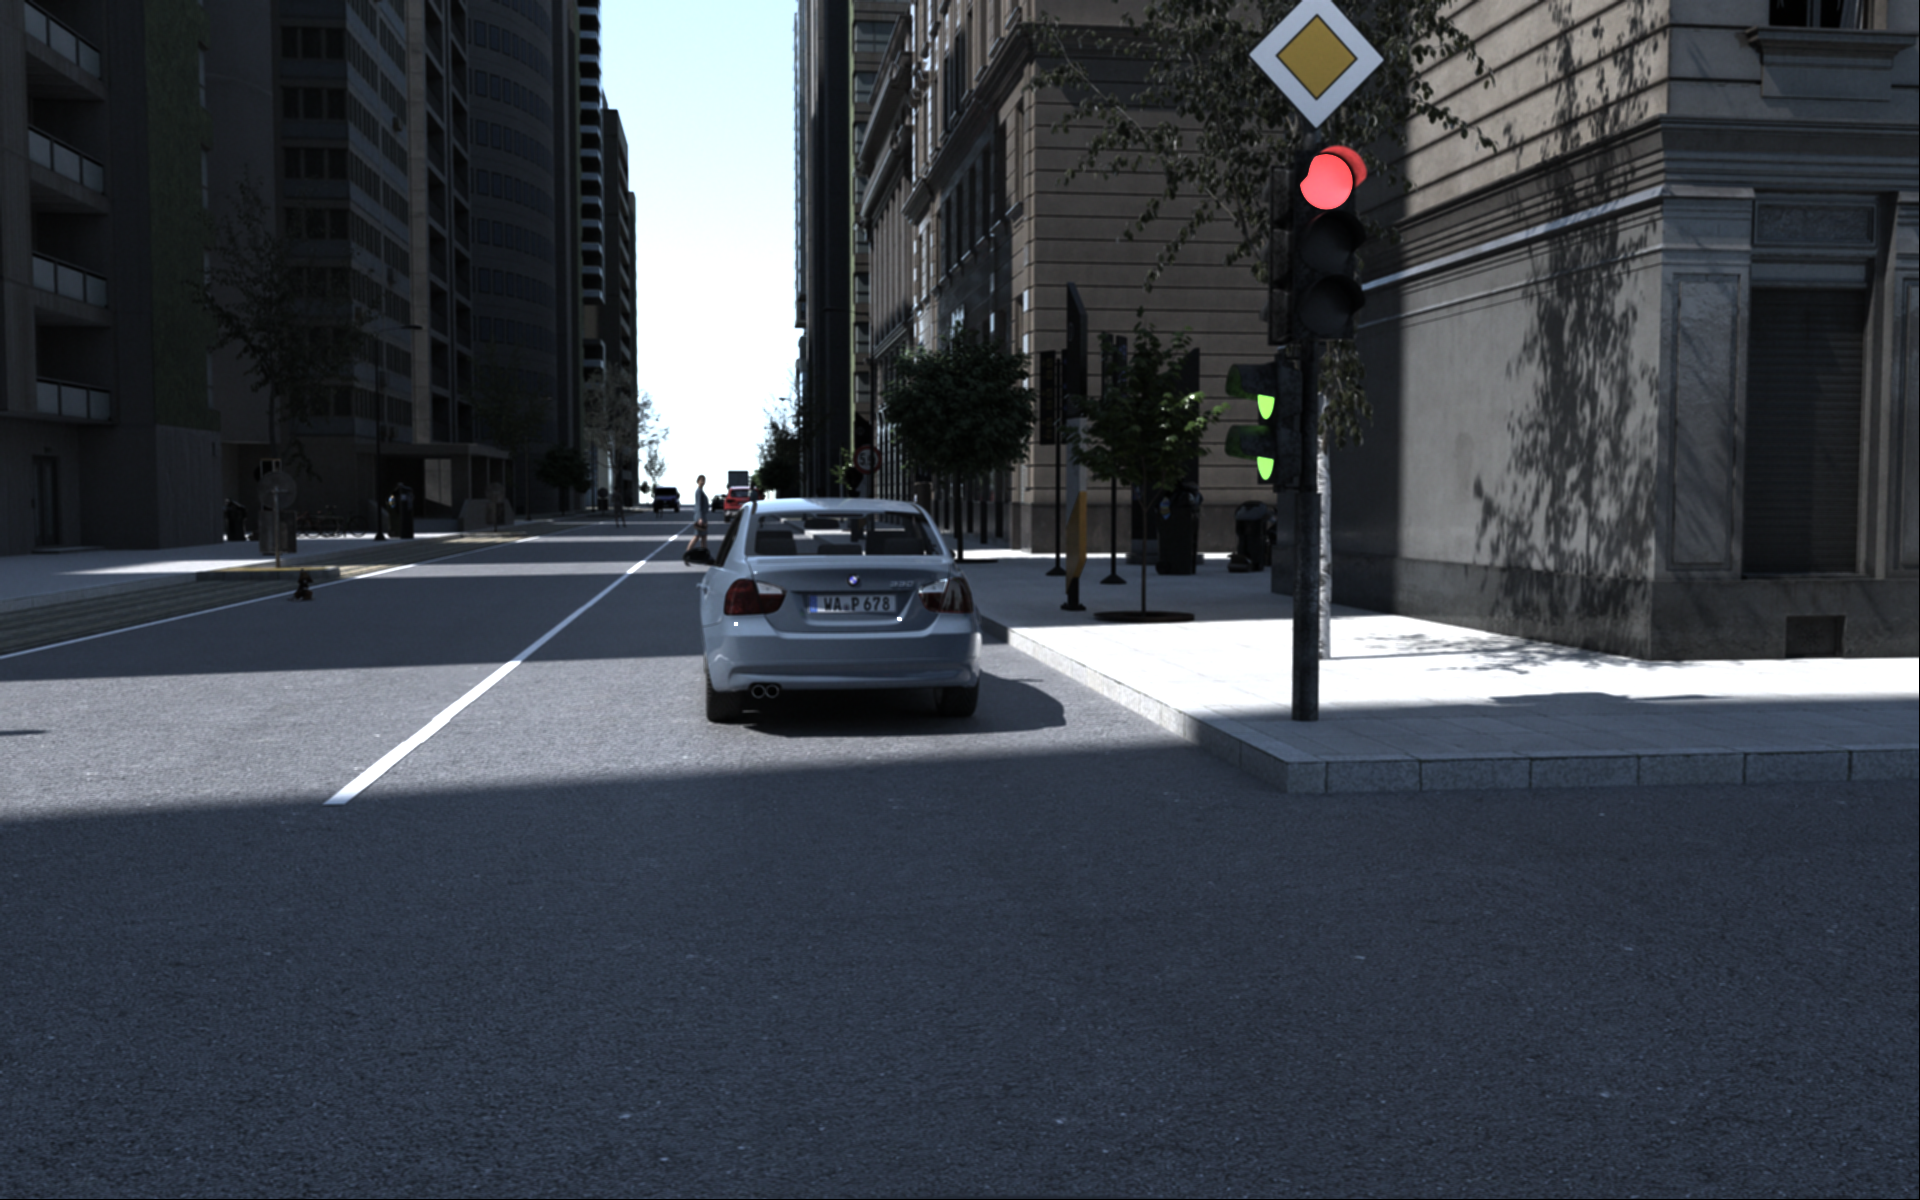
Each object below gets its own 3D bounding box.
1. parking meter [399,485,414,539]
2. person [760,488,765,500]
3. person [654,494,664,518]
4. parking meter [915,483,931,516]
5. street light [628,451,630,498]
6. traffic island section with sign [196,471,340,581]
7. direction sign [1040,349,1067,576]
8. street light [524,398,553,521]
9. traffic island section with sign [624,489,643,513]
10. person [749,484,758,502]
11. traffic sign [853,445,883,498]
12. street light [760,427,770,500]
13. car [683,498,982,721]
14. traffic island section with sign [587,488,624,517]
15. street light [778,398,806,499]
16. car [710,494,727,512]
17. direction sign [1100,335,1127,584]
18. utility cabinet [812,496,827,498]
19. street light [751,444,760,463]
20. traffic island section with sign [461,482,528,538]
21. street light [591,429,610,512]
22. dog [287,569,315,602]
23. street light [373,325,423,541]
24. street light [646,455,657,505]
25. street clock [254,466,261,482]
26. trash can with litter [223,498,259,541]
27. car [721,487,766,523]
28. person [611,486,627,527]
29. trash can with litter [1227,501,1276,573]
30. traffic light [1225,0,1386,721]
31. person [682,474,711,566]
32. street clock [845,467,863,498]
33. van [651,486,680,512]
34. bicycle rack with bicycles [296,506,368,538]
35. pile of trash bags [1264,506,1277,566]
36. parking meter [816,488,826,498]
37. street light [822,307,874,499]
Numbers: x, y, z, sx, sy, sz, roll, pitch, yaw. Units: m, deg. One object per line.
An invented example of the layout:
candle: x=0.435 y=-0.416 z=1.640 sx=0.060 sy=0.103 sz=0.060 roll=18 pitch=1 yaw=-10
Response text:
parking meter: x=-15.897 y=-2.528 z=49.744 sx=0.372 sy=1.533 sz=0.369 roll=0 pitch=3 yaw=0
person: x=-12.066 y=-5.975 z=106.131 sx=0.705 sy=1.831 sz=1.348 roll=0 pitch=4 yaw=-1
person: x=-18.298 y=-5.707 z=105.006 sx=0.799 sy=1.438 sz=0.628 roll=1 pitch=4 yaw=18
parking meter: x=-0.839 y=-1.876 z=39.079 sx=0.372 sy=1.533 sz=0.369 roll=0 pitch=3 yaw=0
street light: x=-31.395 y=-11.895 z=167.024 sx=1.470 sy=5.913 sz=1.316 roll=0 pitch=4 yaw=-8
traffic island section with sign: x=-11.679 y=-1.272 z=29.419 sx=1.989 sy=1.847 sz=2.006 roll=0 pitch=4 yaw=-8
direction sign: x=1.545 y=-2.157 z=27.260 sx=0.379 sy=3.537 sz=0.876 roll=-3 pitch=4 yaw=-37
street light: x=-20.392 y=-6.809 z=83.868 sx=1.470 sy=5.913 sz=1.316 roll=0 pitch=4 yaw=-8
traffic island section with sign: x=-25.629 y=-7.688 z=134.321 sx=1.989 sy=1.847 sz=2.006 roll=0 pitch=4 yaw=-8
person: x=-8.699 y=-3.968 z=73.244 sx=0.748 sy=1.841 sz=0.638 roll=3 pitch=5 yaw=40
traffic sign: x=-2.387 y=-2.737 z=44.861 sx=0.768 sy=2.556 sz=0.104 roll=0 pitch=4 yaw=-4
street light: x=-12.894 y=-9.014 z=119.925 sx=1.470 sy=5.913 sz=1.316 roll=0 pitch=4 yaw=-8
car: x=-0.953 y=-0.019 z=12.312 sx=2.014 sy=1.417 sz=4.499 roll=-1 pitch=4 yaw=-9
traffic island section with sign: x=-22.015 y=-6.022 z=107.087 sx=1.989 sy=1.847 sz=2.006 roll=0 pitch=4 yaw=-8
street light: x=-8.053 y=-6.791 z=83.571 sx=1.470 sy=5.913 sz=1.316 roll=0 pitch=4 yaw=-8
car: x=-19.122 y=-7.921 z=139.299 sx=2.009 sy=1.686 sz=4.222 roll=-1 pitch=4 yaw=-9
direction sign: x=2.199 y=-2.002 z=24.723 sx=0.379 sy=3.537 sz=0.876 roll=2 pitch=4 yaw=27
utility cabinet: x=-5.558 y=-3.508 z=68.511 sx=0.306 sy=1.237 sz=1.020 roll=1 pitch=4 yaw=13
street light: x=-18.275 y=-11.470 z=160.082 sx=1.470 sy=5.913 sz=1.316 roll=0 pitch=4 yaw=-8
traffic island section with sign: x=-15.400 y=-2.985 z=57.431 sx=1.989 sy=1.847 sz=2.006 roll=0 pitch=4 yaw=-8
street light: x=-25.554 y=-9.210 z=123.132 sx=1.470 sy=5.913 sz=1.316 roll=0 pitch=4 yaw=-8
dog: x=-8.971 y=-0.199 z=23.454 sx=0.550 sy=0.427 sz=0.748 roll=1 pitch=4 yaw=20
street light: x=-15.452 y=-4.593 z=47.629 sx=1.470 sy=5.913 sz=1.316 roll=0 pitch=4 yaw=-8
street light: x=-36.783 y=-14.326 z=206.763 sx=1.470 sy=5.913 sz=1.316 roll=0 pitch=4 yaw=-8
street clock: x=-17.477 y=-2.386 z=43.587 sx=0.471 sy=2.002 sz=0.358 roll=0 pitch=4 yaw=-2
trash can with litter: x=-19.511 y=-2.190 z=47.200 sx=1.055 sy=1.170 sz=0.624 roll=-3 pitch=5 yaw=-40
car: x=-11.073 y=-4.897 z=88.732 sx=2.281 sy=1.827 sz=5.304 roll=0 pitch=4 yaw=-8
person: x=-14.737 y=-4.037 z=74.842 sx=0.599 sy=1.781 sz=0.374 roll=1 pitch=4 yaw=15
trash can with litter: x=4.792 y=-1.053 z=28.601 sx=0.624 sy=1.170 sz=1.055 roll=2 pitch=4 yaw=24
traffic light: x=1.942 y=-1.272 z=9.726 sx=0.839 sy=4.253 sz=0.868 roll=0 pitch=4 yaw=-8
person: x=-5.222 y=-1.596 z=34.610 sx=0.654 sy=1.822 sz=0.581 roll=1 pitch=4 yaw=14
street clock: x=-2.820 y=-2.549 z=46.240 sx=0.471 sy=2.002 sz=0.358 roll=-1 pitch=4 yaw=-9
van: x=-23.218 y=-8.113 z=137.034 sx=2.240 sy=2.365 sz=5.245 roll=0 pitch=4 yaw=-7
bicycle rack with bicycles: x=-19.152 y=-2.333 z=51.520 sx=2.925 sy=0.926 sz=2.852 roll=-2 pitch=4 yaw=-25
pile of trash bags: x=7.075 y=-1.267 z=30.471 sx=3.447 sy=1.369 sz=1.912 roll=0 pitch=4 yaw=7
parking meter: x=-5.412 y=-3.603 z=67.313 sx=0.372 sy=1.533 sz=0.369 roll=0 pitch=3 yaw=0
street light: x=-2.736 y=-4.325 z=43.263 sx=1.470 sy=5.913 sz=1.316 roll=0 pitch=4 yaw=-8
